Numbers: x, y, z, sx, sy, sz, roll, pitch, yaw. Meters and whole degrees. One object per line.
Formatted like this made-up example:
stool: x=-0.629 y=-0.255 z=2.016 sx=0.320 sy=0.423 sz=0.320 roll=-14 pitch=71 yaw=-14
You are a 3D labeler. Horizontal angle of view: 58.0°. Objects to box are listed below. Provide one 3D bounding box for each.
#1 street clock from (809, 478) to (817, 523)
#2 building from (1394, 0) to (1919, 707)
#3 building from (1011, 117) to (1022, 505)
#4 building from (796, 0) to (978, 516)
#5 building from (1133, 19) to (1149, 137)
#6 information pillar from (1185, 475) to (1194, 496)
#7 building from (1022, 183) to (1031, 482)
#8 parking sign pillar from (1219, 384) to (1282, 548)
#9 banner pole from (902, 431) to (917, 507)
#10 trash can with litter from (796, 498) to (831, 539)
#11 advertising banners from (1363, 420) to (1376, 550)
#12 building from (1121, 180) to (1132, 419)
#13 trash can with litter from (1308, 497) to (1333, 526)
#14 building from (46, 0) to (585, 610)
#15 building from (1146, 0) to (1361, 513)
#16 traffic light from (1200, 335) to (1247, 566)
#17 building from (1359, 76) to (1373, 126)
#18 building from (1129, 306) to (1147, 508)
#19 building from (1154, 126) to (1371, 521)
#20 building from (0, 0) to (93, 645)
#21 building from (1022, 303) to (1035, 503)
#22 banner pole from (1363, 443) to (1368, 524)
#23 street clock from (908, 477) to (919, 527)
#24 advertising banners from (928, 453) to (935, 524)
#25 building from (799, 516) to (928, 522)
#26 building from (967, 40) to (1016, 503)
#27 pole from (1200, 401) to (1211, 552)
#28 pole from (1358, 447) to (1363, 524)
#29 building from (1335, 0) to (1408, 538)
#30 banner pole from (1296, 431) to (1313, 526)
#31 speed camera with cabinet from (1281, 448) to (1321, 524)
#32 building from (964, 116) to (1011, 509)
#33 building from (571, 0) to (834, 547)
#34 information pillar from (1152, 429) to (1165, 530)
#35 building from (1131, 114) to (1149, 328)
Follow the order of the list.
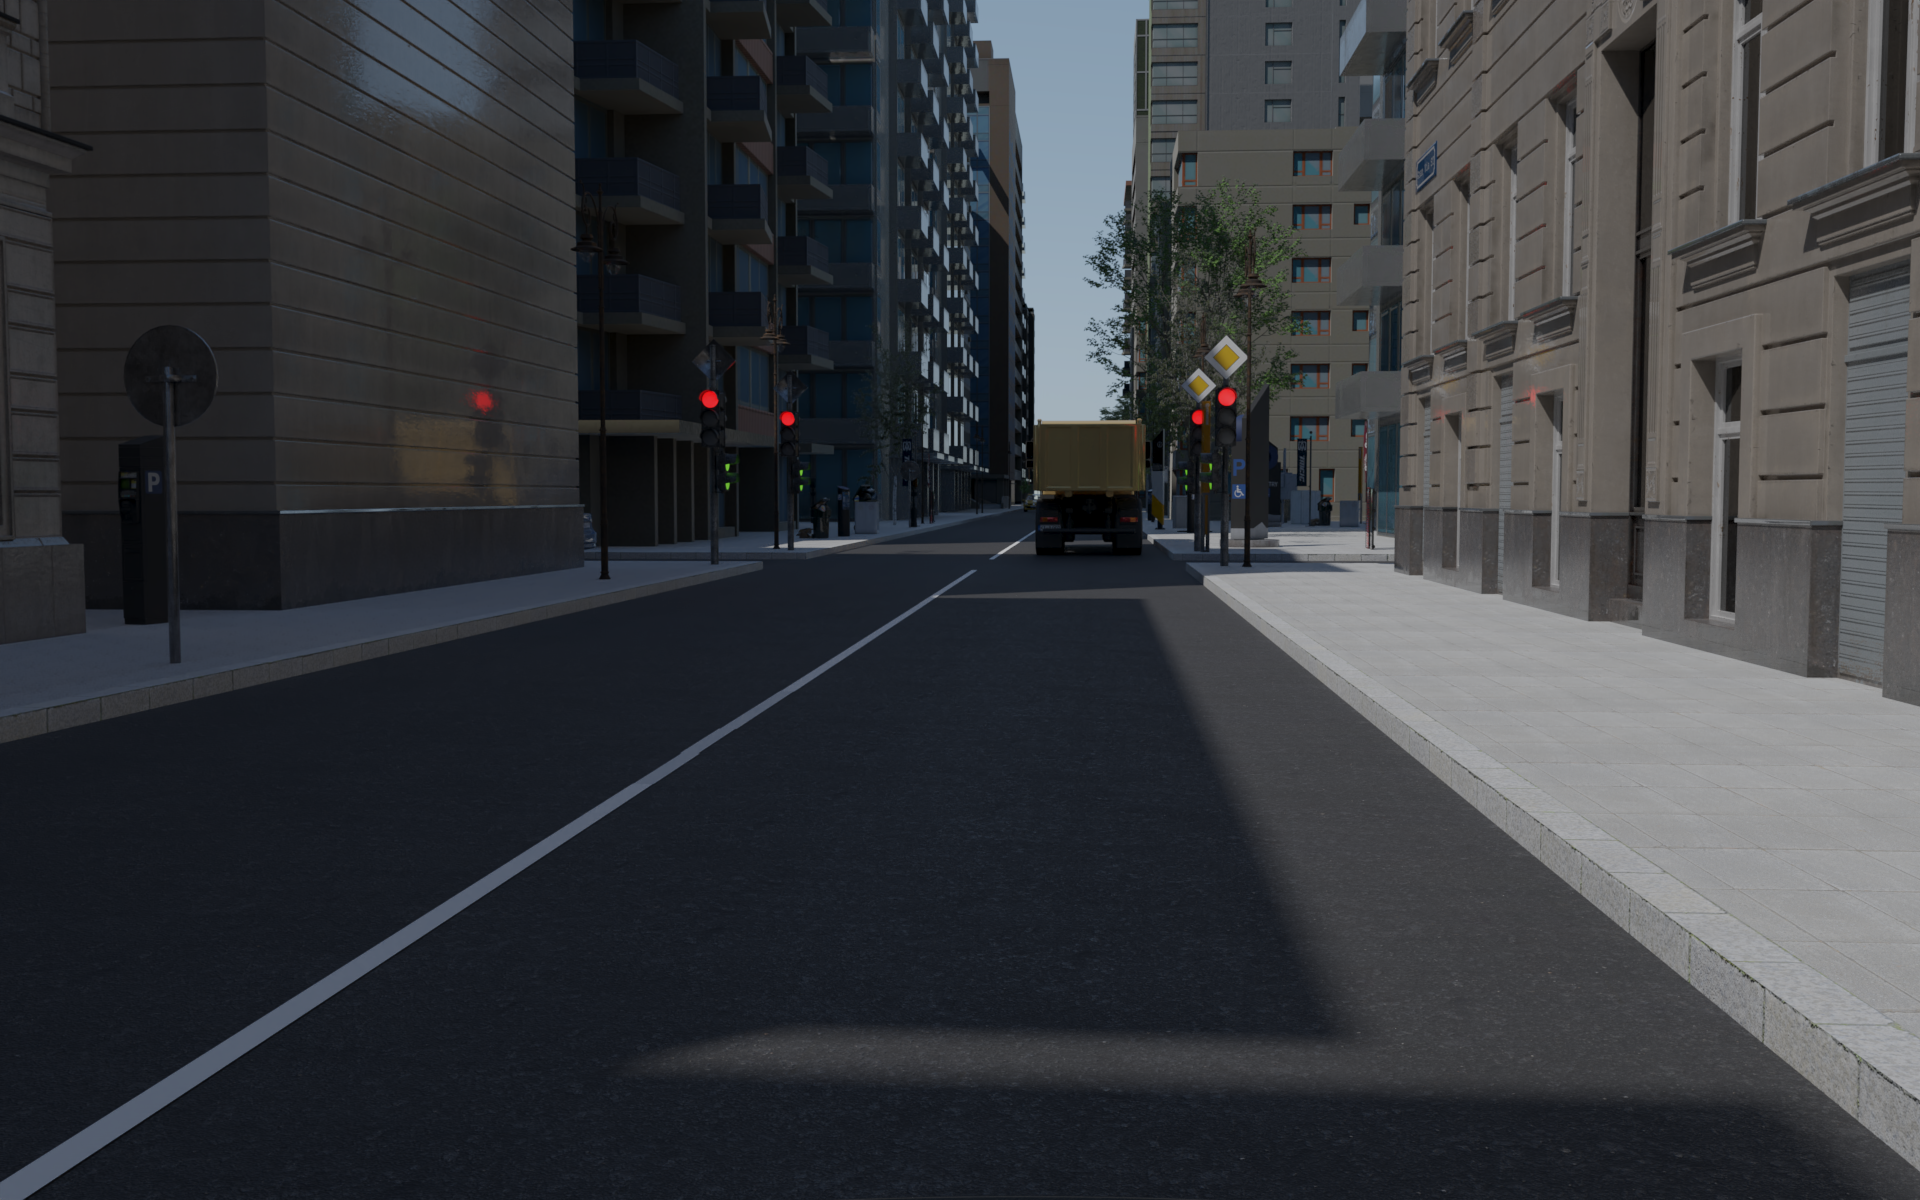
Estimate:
street clock: x=-6.467 y=-4.383 z=76.230 sx=0.358 sy=2.002 sz=0.471 roll=0 pitch=4 yaw=4
building: x=11.876 y=-13.336 z=15.310 sx=12.463 sy=27.353 sz=25.104 roll=0 pitch=4 yaw=4
building: x=-3.543 y=-35.852 z=209.876 sx=21.300 sy=48.544 sz=21.600 roll=0 pitch=4 yaw=4
building: x=-10.228 y=-31.229 z=130.200 sx=23.786 sy=49.044 sz=30.456 roll=0 pitch=4 yaw=4
building: x=34.149 y=-50.282 z=260.366 sx=20.563 sy=71.187 sz=20.611 roll=0 pitch=4 yaw=4
information pillar: x=8.790 y=-3.765 z=66.055 sx=0.304 sy=2.012 sz=0.304 roll=-2 pitch=4 yaw=-23
building: x=-2.486 y=-37.690 z=235.835 sx=23.786 sy=49.044 sz=30.456 roll=0 pitch=4 yaw=4
parking sign pillar: x=7.030 y=-3.271 z=41.959 sx=1.447 sy=3.967 sz=1.447 roll=2 pitch=4 yaw=34
banner pole: x=-1.964 y=-4.816 z=68.761 sx=0.863 sy=3.779 sz=0.401 roll=2 pitch=4 yaw=29
trash can with litter: x=-4.251 y=-2.367 z=50.092 sx=1.055 sy=1.170 sz=0.624 roll=2 pitch=4 yaw=25
advertising banners: x=9.595 y=-2.717 z=40.613 sx=0.090 sy=3.025 sz=2.074 roll=0 pitch=4 yaw=7
building: x=33.268 y=-35.587 z=236.475 sx=22.147 sy=44.769 sz=28.867 roll=0 pitch=4 yaw=4
trash can with litter: x=14.499 y=-3.574 z=69.827 sx=0.624 sy=1.170 sz=1.055 roll=-3 pitch=4 yaw=-38
building: x=-19.119 y=-13.925 z=24.941 sx=25.104 sy=27.353 sz=12.463 roll=0 pitch=4 yaw=4
building: x=20.351 y=-26.881 z=123.098 sx=14.154 sy=41.232 sz=14.086 roll=0 pitch=4 yaw=4
traffic light: x=4.688 y=-2.557 z=30.732 sx=0.839 sy=4.253 sz=0.868 roll=0 pitch=4 yaw=4
building: x=29.682 y=-33.895 z=143.430 sx=28.713 sy=52.752 sz=27.495 roll=0 pitch=4 yaw=4
building: x=31.095 y=-20.046 z=172.783 sx=27.650 sy=21.520 sz=28.899 roll=0 pitch=4 yaw=4
building: x=25.248 y=-15.356 z=96.102 sx=27.650 sy=21.520 sz=28.899 roll=0 pitch=4 yaw=4
building: x=-13.451 y=-8.692 z=6.738 sx=10.561 sy=19.102 sz=19.286 roll=0 pitch=4 yaw=4
building: x=3.913 y=-29.780 z=258.596 sx=14.160 sy=30.474 sz=14.107 roll=0 pitch=4 yaw=4
banner pole: x=17.398 y=-5.131 z=73.914 sx=0.401 sy=3.779 sz=0.863 roll=0 pitch=4 yaw=5
street clock: x=-1.783 y=-3.804 z=66.769 sx=0.358 sy=2.002 sz=0.471 roll=2 pitch=4 yaw=32
advertising banners: x=-1.257 y=-4.827 z=75.116 sx=0.090 sy=3.025 sz=2.074 roll=0 pitch=4 yaw=7
building: x=-12.326 y=-28.862 z=91.498 sx=23.786 sy=49.044 sz=30.456 roll=0 pitch=4 yaw=4
building: x=-1.599 y=-32.166 z=176.026 sx=14.600 sy=45.320 sz=14.200 roll=0 pitch=4 yaw=4
pole: x=5.410 y=-2.710 z=38.145 sx=0.158 sy=3.312 sz=0.155 roll=0 pitch=3 yaw=0
pole: x=17.284 y=-4.950 z=74.780 sx=0.158 sy=3.312 sz=0.155 roll=0 pitch=3 yaw=0
building: x=26.749 y=-26.370 z=50.765 sx=30.456 sy=49.044 sz=23.786 roll=0 pitch=4 yaw=4
banner pole: x=13.664 y=-4.801 z=68.519 sx=0.863 sy=3.779 sz=0.401 roll=-1 pitch=4 yaw=-21
speed camera with cabinet: x=15.557 y=-5.231 z=79.856 sx=2.038 sy=3.252 sz=0.660 roll=0 pitch=4 yaw=-5
building: x=-11.757 y=-28.499 z=157.838 sx=32.217 sy=40.220 sz=23.993 roll=0 pitch=4 yaw=4
building: x=-16.092 y=-24.440 z=54.215 sx=22.147 sy=44.769 sz=28.867 roll=0 pitch=4 yaw=4
information pillar: x=7.170 y=-4.355 z=62.557 sx=0.504 sy=3.616 sz=0.183 roll=3 pitch=5 yaw=40
building: x=31.778 y=-35.933 z=211.214 sx=21.300 sy=48.544 sz=21.600 roll=0 pitch=4 yaw=4
